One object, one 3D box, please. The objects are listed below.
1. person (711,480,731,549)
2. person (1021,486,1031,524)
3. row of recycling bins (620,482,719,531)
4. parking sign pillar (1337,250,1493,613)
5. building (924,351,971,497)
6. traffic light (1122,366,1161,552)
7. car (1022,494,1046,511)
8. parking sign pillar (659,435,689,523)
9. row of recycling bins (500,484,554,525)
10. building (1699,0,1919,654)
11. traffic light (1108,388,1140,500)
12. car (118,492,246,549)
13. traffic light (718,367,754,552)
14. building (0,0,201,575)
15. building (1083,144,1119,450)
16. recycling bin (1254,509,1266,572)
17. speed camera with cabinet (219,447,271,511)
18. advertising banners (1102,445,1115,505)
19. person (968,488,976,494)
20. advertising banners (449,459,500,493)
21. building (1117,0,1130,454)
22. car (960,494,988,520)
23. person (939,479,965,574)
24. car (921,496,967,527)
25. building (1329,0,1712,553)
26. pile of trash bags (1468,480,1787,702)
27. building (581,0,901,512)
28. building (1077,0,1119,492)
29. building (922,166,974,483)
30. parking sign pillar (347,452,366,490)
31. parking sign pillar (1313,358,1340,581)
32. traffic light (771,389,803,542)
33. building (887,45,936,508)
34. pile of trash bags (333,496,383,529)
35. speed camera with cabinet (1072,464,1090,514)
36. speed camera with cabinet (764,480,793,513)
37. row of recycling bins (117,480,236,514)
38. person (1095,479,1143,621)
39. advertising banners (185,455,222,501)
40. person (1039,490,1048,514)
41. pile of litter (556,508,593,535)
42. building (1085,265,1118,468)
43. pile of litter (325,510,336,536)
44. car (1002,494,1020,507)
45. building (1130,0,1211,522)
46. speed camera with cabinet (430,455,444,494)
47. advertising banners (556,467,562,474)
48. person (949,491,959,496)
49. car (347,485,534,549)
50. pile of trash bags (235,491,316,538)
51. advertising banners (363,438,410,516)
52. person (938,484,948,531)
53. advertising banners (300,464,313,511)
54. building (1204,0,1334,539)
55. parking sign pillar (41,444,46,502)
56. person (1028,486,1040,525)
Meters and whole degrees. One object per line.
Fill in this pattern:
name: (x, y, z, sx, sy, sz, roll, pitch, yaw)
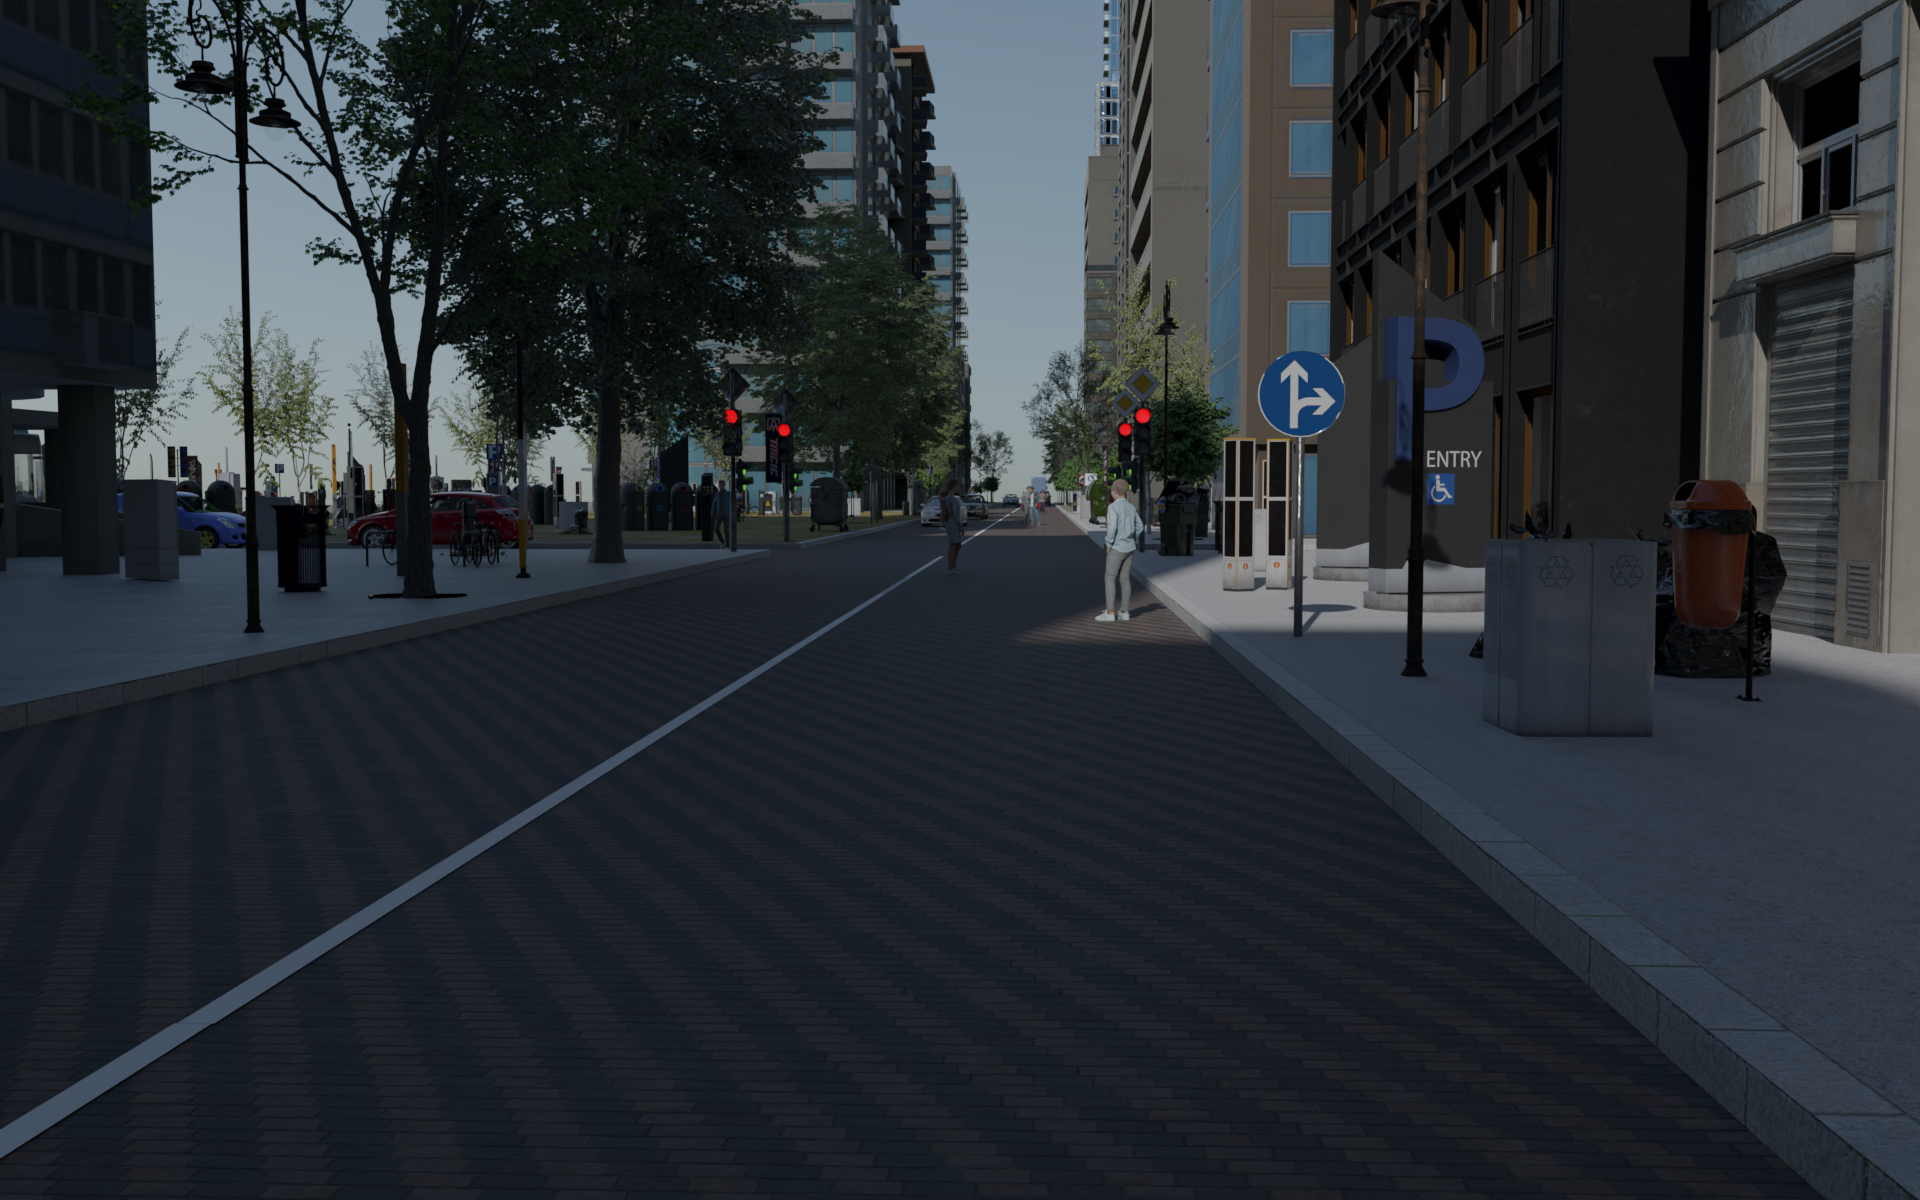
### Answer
person: (-5.899, -2.107, 43.289, 0.601, 1.785, 0.444, 1, 4, 19)
person: (3.232, -4.568, 83.282, 0.391, 1.810, 0.635, 3, 4, 37)
row of recycling bins: (-10.242, -3.295, 60.990, 3.534, 1.692, 1.069, -2, 4, -24)
parking sign pillar: (5.263, -1.887, 19.329, 1.447, 3.967, 1.447, -1, 4, -16)
building: (-12.920, -23.197, 224.310, 27.650, 21.520, 28.899, 0, 4, 3)
traffic light: (3.979, -3.004, 38.043, 0.839, 4.253, 0.868, 0, 4, 3)
car: (6.141, -8.350, 145.566, 2.155, 1.783, 4.494, 0, 4, 4)
parking sign pillar: (-12.891, -5.480, 78.075, 1.447, 3.967, 1.447, -1, 4, -13)
row of recycling bins: (-18.217, -4.037, 73.112, 3.534, 1.692, 1.069, 2, 4, 26)
building: (14.201, -10.368, 2.798, 16.112, 22.955, 30.059, 0, 4, 3)
traffic light: (4.356, -3.492, 46.020, 0.839, 4.253, 0.868, 0, 4, 3)
car: (-19.900, -2.111, 44.109, 3.694, 1.707, 1.945, 0, 4, 3)
traffic light: (-5.023, -3.029, 38.451, 0.839, 4.253, 0.868, 0, 4, 3)
building: (-25.057, -20.166, 21.600, 23.993, 40.220, 32.217, 0, 4, 3)
building: (27.777, -37.426, 235.611, 21.300, 48.544, 21.600, 0, 4, 3)
recycling bin: (4.930, -1.008, 29.027, 0.722, 1.027, 0.722, 2, 4, 29)
speed camera with cabinet: (-30.225, -4.823, 73.196, 2.038, 3.252, 0.660, 1, 4, 9)
advertising banners: (5.510, -4.052, 62.430, 0.090, 3.025, 2.074, 2, 4, 28)
person: (0.751, -6.270, 111.201, 0.592, 1.802, 0.473, 3, 5, 42)
advertising banners: (-18.659, -4.306, 66.597, 2.074, 3.025, 0.090, -1, 4, -15)
building: (25.109, -45.481, 181.872, 20.563, 71.187, 20.611, 0, 4, 3)
car: (0.639, -5.385, 97.827, 2.009, 1.686, 4.222, 0, 4, 4)
person: (-0.123, -1.312, 30.948, 0.522, 1.701, 0.512, -1, 4, -19)
car: (-0.676, -3.967, 77.214, 2.083, 1.381, 4.827, 0, 4, 3)
building: (13.226, -12.028, 26.330, 12.332, 23.373, 15.834, 0, 4, 3)
pile of trash bags: (4.822, -0.149, 12.182, 1.912, 1.369, 3.447, 0, 4, 6)
building: (-16.415, -31.676, 137.506, 23.786, 49.044, 30.456, 0, 4, 3)
building: (29.271, -58.027, 261.406, 22.319, 86.520, 31.000, 0, 4, 3)
building: (-10.137, -38.739, 252.994, 23.786, 49.044, 30.456, 0, 4, 3)
parking sign pillar: (-38.464, -7.458, 110.410, 1.447, 3.967, 1.447, 1, 4, 15)
parking sign pillar: (6.038, -2.290, 25.919, 1.447, 3.967, 1.447, 2, 4, 27)
traffic light: (-4.646, -3.517, 46.428, 0.839, 4.253, 0.868, 0, 4, 3)
building: (-13.808, -31.383, 167.731, 22.147, 44.769, 28.867, 0, 4, 3)
pile of trash bags: (-21.681, -3.389, 65.155, 1.912, 1.369, 3.447, 3, 5, 41)
speed camera with cabinet: (8.056, -7.323, 114.075, 0.660, 3.252, 2.038, -1, 4, -20)
speed camera with cabinet: (-12.093, -7.355, 114.585, 2.038, 3.252, 0.660, 1, 4, 10)
row of recycling bins: (-23.309, -2.694, 51.166, 3.534, 1.692, 1.069, -1, 4, -23)
person: (1.819, -0.574, 19.697, 0.589, 1.601, 0.330, -2, 4, -35)
advertising banners: (-33.985, -5.040, 78.588, 2.074, 3.025, 0.090, -1, 4, -19)
person: (6.115, -7.248, 127.539, 0.617, 1.759, 0.750, 1, 4, 21)
pile of litter: (-12.359, -2.539, 55.475, 1.176, 0.858, 1.719, -1, 4, -15)
building: (22.793, -27.331, 218.557, 14.160, 30.474, 14.107, 0, 4, 3)
pile of litter: (-19.996, -2.430, 53.692, 1.176, 0.858, 1.719, -2, 4, -24)
car: (5.762, -11.242, 195.600, 2.131, 1.459, 4.920, 0, 4, 2)
building: (19.751, -28.335, 86.986, 21.300, 48.544, 21.600, 0, 4, 3)
speed camera with cabinet: (-27.214, -5.713, 87.748, 2.038, 3.252, 0.660, -1, 4, -20)
advertising banners: (-25.953, -6.935, 109.579, 0.090, 3.025, 2.074, 3, 4, 37)
person: (-0.347, -4.826, 86.766, 0.474, 1.900, 0.648, 2, 4, 26)
car: (-12.754, -2.042, 42.431, 4.494, 1.783, 2.155, 0, 4, 4)
pile of trash bags: (-19.919, -2.449, 49.799, 1.912, 1.369, 3.447, -1, 4, -11)
advertising banners: (-17.704, -3.515, 53.665, 0.090, 3.025, 2.074, 3, 4, 38)
person: (-0.641, -3.646, 68.093, 0.573, 1.828, 0.580, -3, 4, -38)
advertising banners: (-37.680, -6.344, 99.910, 0.090, 3.025, 2.074, 0, 4, 0)
building: (15.550, -24.735, 54.526, 14.200, 45.320, 14.600, 0, 4, 3)
parking sign pillar: (-35.044, -4.811, 67.132, 1.447, 3.967, 1.447, 2, 4, 35)
person: (3.373, -4.311, 79.336, 0.623, 1.781, 0.721, 2, 4, 24)
